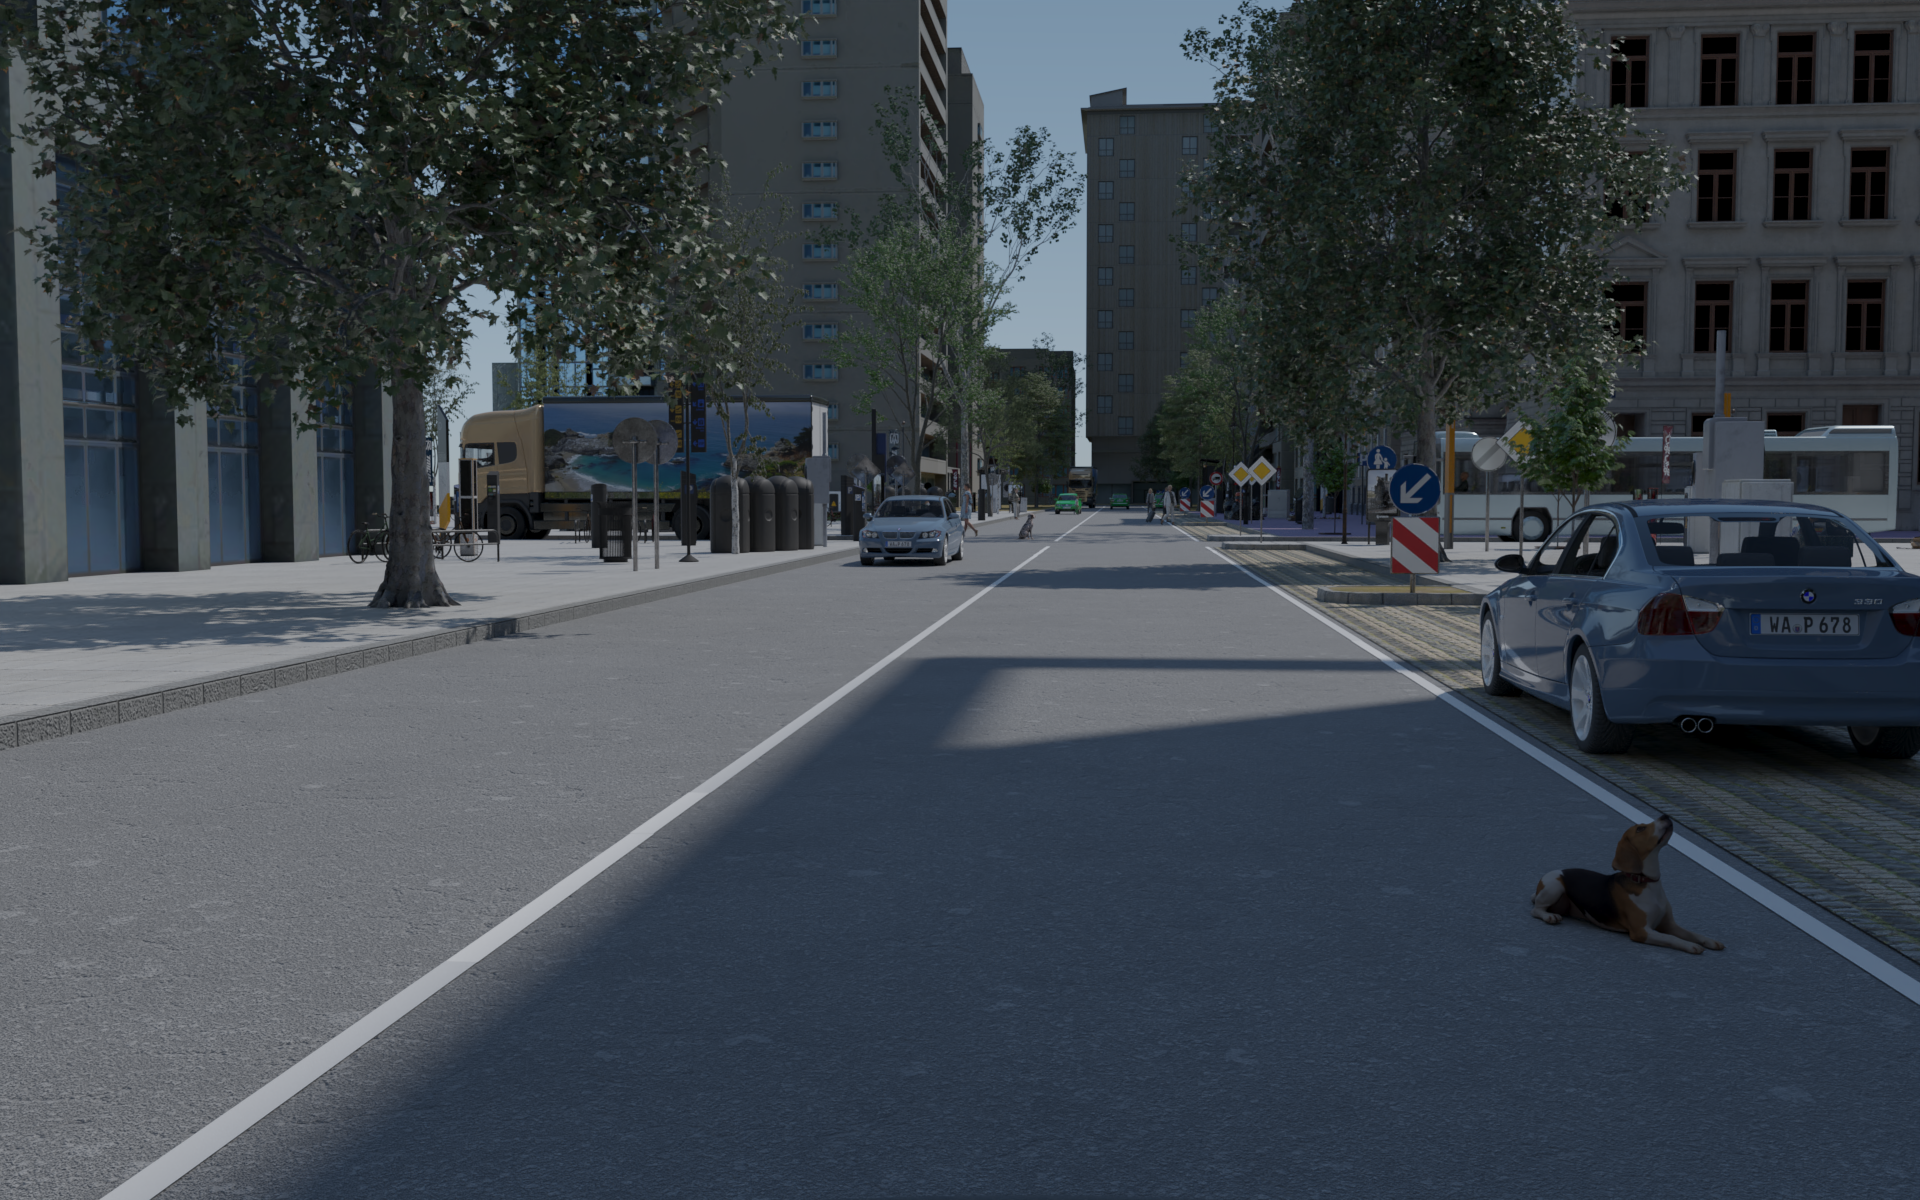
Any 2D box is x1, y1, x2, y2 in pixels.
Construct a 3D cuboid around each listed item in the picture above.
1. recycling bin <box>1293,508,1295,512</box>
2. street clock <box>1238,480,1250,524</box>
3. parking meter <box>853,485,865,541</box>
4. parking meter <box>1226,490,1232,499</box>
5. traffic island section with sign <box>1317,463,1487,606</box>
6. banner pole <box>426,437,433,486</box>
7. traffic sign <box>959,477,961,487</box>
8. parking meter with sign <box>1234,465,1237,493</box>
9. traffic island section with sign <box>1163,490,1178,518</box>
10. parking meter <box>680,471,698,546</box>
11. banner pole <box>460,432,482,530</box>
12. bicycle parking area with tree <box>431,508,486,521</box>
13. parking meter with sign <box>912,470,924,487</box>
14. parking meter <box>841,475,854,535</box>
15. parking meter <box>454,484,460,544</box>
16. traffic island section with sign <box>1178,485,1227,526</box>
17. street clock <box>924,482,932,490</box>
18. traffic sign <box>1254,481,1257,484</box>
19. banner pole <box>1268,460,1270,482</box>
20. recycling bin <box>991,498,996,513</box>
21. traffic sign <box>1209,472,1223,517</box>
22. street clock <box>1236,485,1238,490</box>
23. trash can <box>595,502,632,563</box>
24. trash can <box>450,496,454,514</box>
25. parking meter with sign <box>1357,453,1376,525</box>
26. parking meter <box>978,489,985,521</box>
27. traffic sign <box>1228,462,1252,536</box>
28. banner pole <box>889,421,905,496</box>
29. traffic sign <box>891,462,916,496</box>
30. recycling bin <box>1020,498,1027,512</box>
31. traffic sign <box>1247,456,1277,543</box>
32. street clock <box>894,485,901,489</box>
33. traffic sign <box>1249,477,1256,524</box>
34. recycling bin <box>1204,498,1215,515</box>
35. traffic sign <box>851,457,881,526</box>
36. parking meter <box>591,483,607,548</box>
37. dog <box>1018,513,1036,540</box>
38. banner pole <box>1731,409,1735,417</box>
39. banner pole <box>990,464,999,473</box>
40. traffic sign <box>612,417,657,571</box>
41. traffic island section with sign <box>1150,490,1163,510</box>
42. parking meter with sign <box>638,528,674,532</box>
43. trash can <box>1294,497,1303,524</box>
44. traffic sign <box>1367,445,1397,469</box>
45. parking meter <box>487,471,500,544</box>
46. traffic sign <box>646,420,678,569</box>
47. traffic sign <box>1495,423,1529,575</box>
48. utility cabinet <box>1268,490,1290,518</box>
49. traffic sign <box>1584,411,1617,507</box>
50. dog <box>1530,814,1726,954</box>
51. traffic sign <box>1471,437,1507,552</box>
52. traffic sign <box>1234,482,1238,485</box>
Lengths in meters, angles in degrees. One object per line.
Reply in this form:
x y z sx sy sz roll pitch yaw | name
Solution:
24.465 -6.880 125.042 0.722 1.027 0.722 1 4 15 | recycling bin
12.067 -4.190 73.070 0.358 2.002 0.471 1 4 17 | street clock
-2.723 -2.365 47.076 0.372 1.533 0.369 0 3 0 | parking meter
16.179 -5.862 104.261 0.372 1.533 0.369 0 3 0 | parking meter
5.833 -0.887 23.131 1.989 1.847 2.006 0 4 5 | traffic island section with sign
-20.629 -4.704 66.934 0.401 3.779 0.863 1 4 22 | banner pole
0.244 -6.333 105.672 0.606 2.300 0.079 0 4 6 | traffic sign
17.559 -6.699 105.789 1.738 3.016 0.543 -2 4 -25 | parking meter with sign
13.517 -5.901 105.105 1.989 1.847 2.006 0 4 5 | traffic island section with sign
-6.728 -2.283 43.033 0.399 1.863 0.255 -1 4 -16 | parking meter
-17.292 -4.366 61.394 0.863 3.779 0.401 -1 4 -12 | banner pole
-23.261 -6.529 93.747 8.231 4.147 9.016 0 4 -3 | bicycle parking area with tree
-2.743 -7.759 123.126 0.543 3.016 1.738 2 4 25 | parking meter with sign
-3.489 -2.940 53.774 0.255 1.863 0.399 3 5 44 | parking meter
-12.855 -2.218 44.669 0.372 1.533 0.369 0 3 0 | parking meter
10.957 -4.231 77.810 1.989 1.847 2.006 0 4 5 | traffic island section with sign
-1.948 -6.115 104.553 0.471 2.002 0.358 -1 4 -9 | street clock
13.214 -4.729 78.498 0.795 2.450 0.064 1 4 12 | traffic sign
22.511 -8.320 126.050 0.401 3.779 0.863 1 4 15 | banner pole
1.976 -6.357 116.491 0.722 1.027 0.722 -1 4 -21 | recycling bin
14.596 -6.030 98.690 0.768 2.556 0.104 0 4 7 | traffic sign
16.880 -6.112 104.497 0.358 2.002 0.471 3 4 37 | street clock
-6.494 -1.283 32.631 0.748 1.137 0.748 0 3 0 | trash can
-31.486 -5.883 107.833 0.748 1.137 0.748 0 3 0 | trash can
17.359 -4.663 72.501 0.543 3.016 1.738 -2 4 -24 | parking meter with sign
1.044 -4.604 83.692 0.372 1.533 0.369 0 3 0 | parking meter
8.629 -3.034 53.244 0.795 2.450 0.064 0 4 5 | traffic sign
-2.127 -4.249 59.484 0.863 3.779 0.401 -3 5 -40 | banner pole
-1.767 -3.094 54.236 0.795 2.450 0.064 0 4 5 | traffic sign
4.232 -6.653 121.337 0.722 1.027 0.722 -1 4 -22 | recycling bin
7.884 -2.547 45.294 0.795 2.450 0.064 0 4 5 | traffic sign
-3.683 -5.961 102.032 0.358 2.002 0.471 2 4 32 | street clock
12.639 -4.518 75.056 0.795 2.450 0.064 1 4 14 | traffic sign
15.689 -5.874 108.599 0.722 1.027 0.722 0 4 2 | recycling bin
-2.513 -2.608 46.286 0.795 2.450 0.064 0 4 5 | traffic sign
-8.567 -2.000 41.113 0.372 1.533 0.369 0 3 0 | parking meter
1.983 -2.320 54.769 0.800 0.831 0.513 0 4 4 | dog
22.537 -3.738 51.133 0.863 3.779 0.401 0 4 1 | banner pole
2.612 -8.446 128.114 0.863 3.779 0.401 1 4 21 | banner pole
-5.391 -1.748 28.694 0.768 2.556 0.104 0 4 6 | traffic sign
18.173 -8.930 154.629 1.989 1.847 2.006 0 4 5 | traffic island section with sign
-10.010 -3.786 58.163 1.738 3.016 0.543 -2 4 -26 | parking meter with sign
14.518 -3.775 73.374 0.748 1.137 0.748 0 3 0 | trash can
11.012 -2.764 45.293 0.768 2.556 0.104 1 4 8 | traffic sign
-11.858 -2.344 44.028 0.255 1.863 0.399 0 4 -4 | parking meter
-5.198 -1.806 29.636 0.768 2.556 0.104 1 4 10 | traffic sign
8.273 -1.487 25.504 0.795 2.450 0.064 0 4 6 | traffic sign
16.581 -4.981 90.111 1.173 1.500 0.318 3 5 44 | utility cabinet
9.093 -1.530 25.118 0.768 2.556 0.104 1 4 10 | traffic sign
2.195 0.882 5.767 0.550 0.427 0.748 1 4 12 | dog
11.768 -2.355 38.603 0.768 2.556 0.104 1 4 10 | traffic sign
16.179 -6.082 99.452 0.884 2.594 0.081 1 4 12 | traffic sign
